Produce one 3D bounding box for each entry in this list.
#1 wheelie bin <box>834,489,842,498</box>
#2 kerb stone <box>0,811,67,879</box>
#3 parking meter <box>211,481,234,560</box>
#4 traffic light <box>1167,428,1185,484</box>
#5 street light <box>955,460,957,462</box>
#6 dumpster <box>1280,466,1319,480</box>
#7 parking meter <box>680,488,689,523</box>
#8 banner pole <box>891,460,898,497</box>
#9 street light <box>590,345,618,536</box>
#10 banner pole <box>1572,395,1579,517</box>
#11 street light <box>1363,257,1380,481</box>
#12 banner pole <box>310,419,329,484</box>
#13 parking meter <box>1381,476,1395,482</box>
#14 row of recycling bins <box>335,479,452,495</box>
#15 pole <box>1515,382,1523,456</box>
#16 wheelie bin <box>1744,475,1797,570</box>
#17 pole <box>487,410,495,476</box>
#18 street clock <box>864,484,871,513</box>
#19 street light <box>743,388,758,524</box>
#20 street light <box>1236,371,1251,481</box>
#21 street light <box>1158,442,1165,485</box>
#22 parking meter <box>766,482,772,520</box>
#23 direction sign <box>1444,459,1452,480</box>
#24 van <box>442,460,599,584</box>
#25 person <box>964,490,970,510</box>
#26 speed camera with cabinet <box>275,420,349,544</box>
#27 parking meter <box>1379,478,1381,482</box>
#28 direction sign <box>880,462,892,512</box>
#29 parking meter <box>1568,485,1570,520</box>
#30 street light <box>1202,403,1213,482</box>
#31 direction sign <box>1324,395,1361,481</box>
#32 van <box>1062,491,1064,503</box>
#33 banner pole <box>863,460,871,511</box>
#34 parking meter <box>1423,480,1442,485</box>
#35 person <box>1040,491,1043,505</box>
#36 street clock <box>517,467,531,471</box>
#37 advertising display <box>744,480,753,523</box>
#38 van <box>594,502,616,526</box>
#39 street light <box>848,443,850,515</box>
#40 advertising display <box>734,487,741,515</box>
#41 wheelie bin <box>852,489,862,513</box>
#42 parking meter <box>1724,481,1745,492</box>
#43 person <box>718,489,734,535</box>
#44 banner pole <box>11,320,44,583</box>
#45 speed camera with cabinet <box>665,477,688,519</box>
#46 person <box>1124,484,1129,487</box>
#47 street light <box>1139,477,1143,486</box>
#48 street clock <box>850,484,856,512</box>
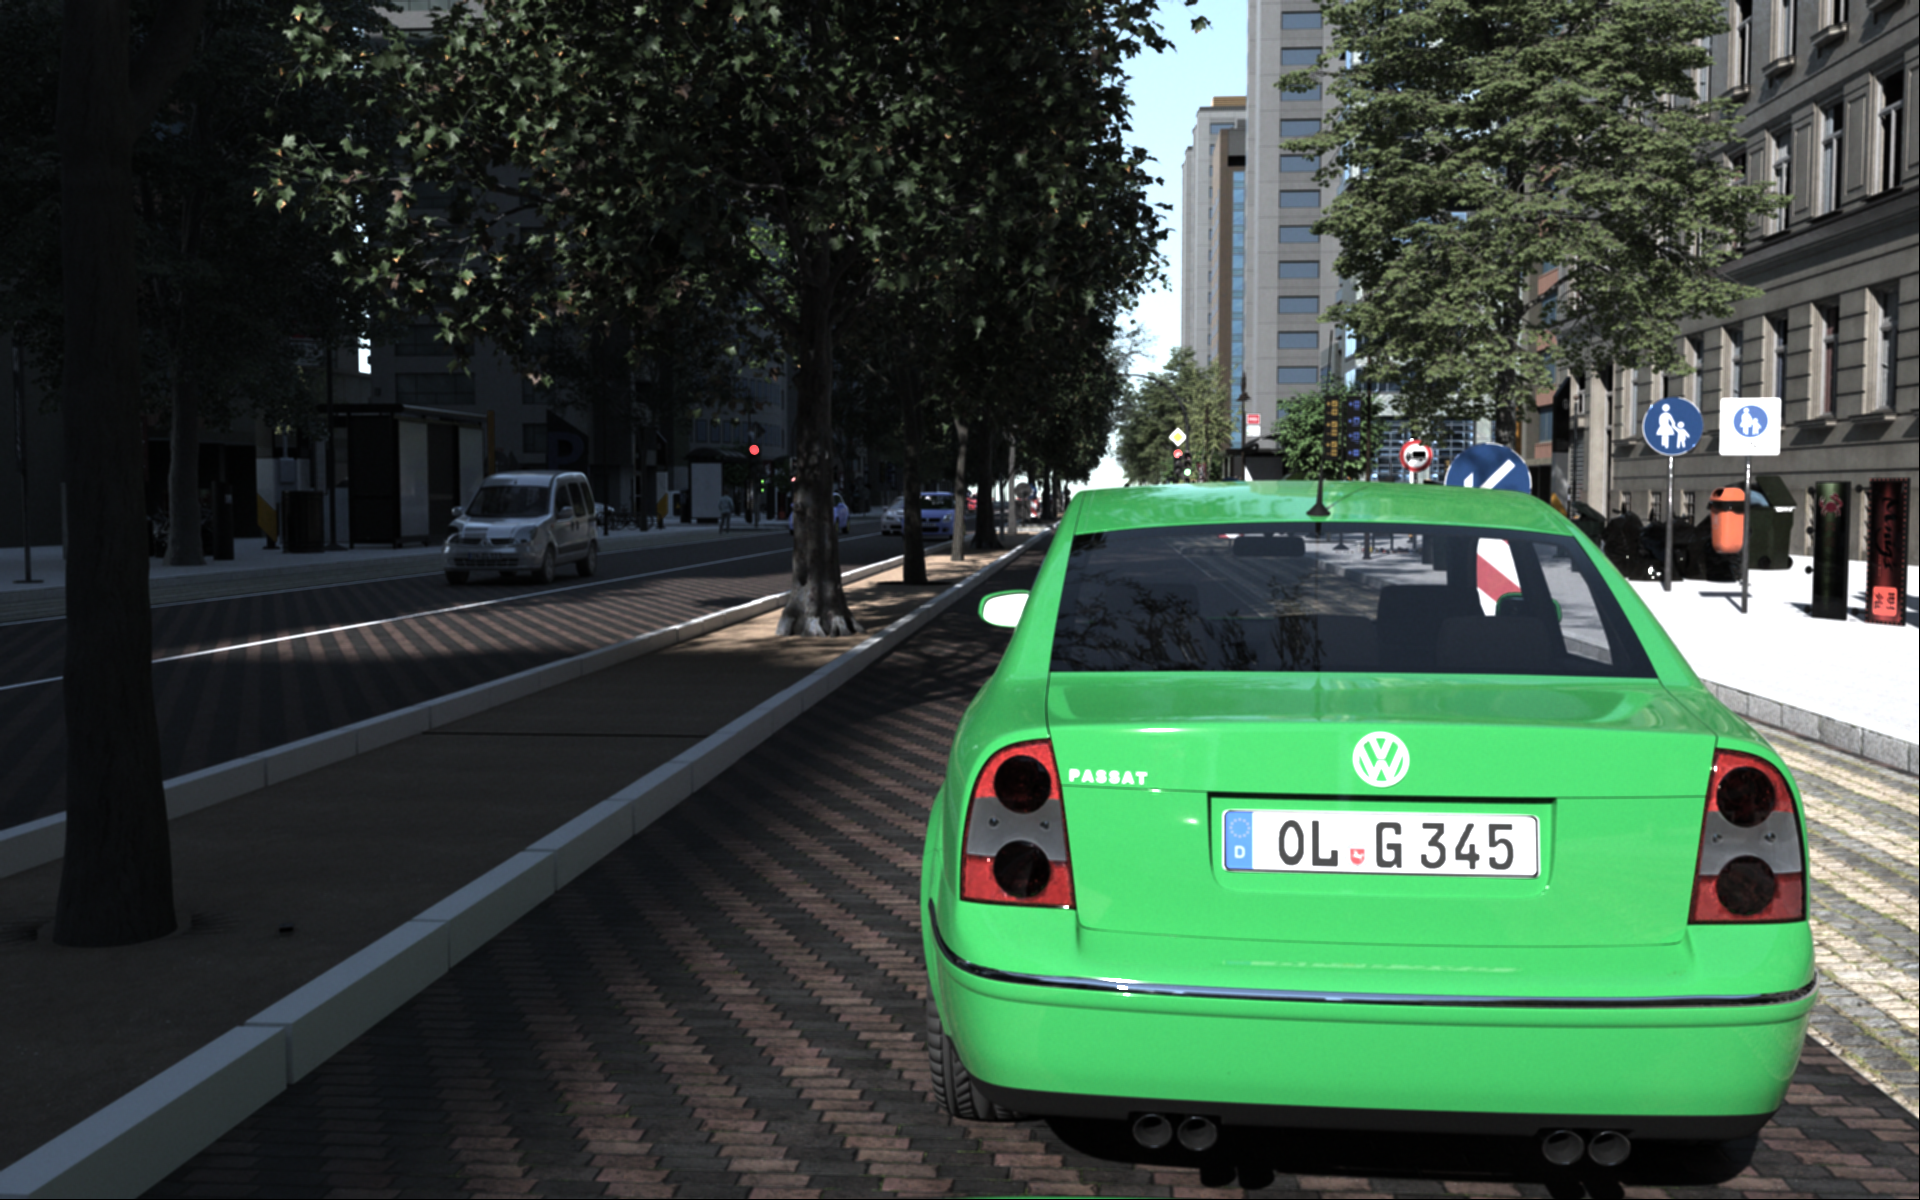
[{"bbox_3d":[-8.265,-6.626,116.238,0.693,1.594,0.980,0,4,6],"label":"wheelie bin"},{"bbox_3d":[-3.568,0.935,6.903,0.120,0.150,1.000,0,4,5],"label":"kerb stone"},{"bbox_3d":[-14.361,-1.549,33.738,0.372,1.533,0.369,0,3,0],"label":"parking meter"},{"bbox_3d":[9.209,-5.170,73.454,0.839,4.253,0.868,0,4,5],"label":"traffic light"},{"bbox_3d":[-0.335,-12.889,183.519,0.468,5.910,1.993,0,4,5],"label":"street light"},{"bbox_3d":[10.499,-3.105,53.265,1.502,2.255,1.985,0,4,4],"label":"dumpster"},{"bbox_3d":[-12.214,-4.180,76.751,0.372,1.533,0.369,0,3,0],"label":"parking meter"},{"bbox_3d":[-4.775,-8.398,127.317,0.863,3.779,0.401,3,4,36],"label":"banner pole"},{"bbox_3d":[-10.974,-4.937,53.501,0.468,5.910,1.993,0,4,5],"label":"street light"},{"bbox_3d":[15.486,-3.279,43.623,0.401,3.779,0.863,1,4,19],"label":"banner pole"},{"bbox_3d":[7.988,-3.733,33.828,0.468,5.910,1.993,0,4,5],"label":"street light"},{"bbox_3d":[-18.541,-3.702,50.538,0.863,3.779,0.401,-3,4,-38],"label":"banner pole"},{"bbox_3d":[13.761,-3.048,55.539,0.255,1.863,0.399,2,4,26],"label":"parking meter"},{"bbox_3d":[-15.671,-2.534,48.537,3.534,1.692,1.069,-2,4,-32],"label":"row of recycling bins"},{"bbox_3d":[10.149,-2.314,31.679,0.158,3.312,0.155,0,3,0],"label":"pole"},{"bbox_3d":[13.719,-1.320,29.488,0.980,1.594,0.693,-2,4,-30],"label":"wheelie bin"},{"bbox_3d":[-11.455,-2.967,42.347,0.158,3.312,0.155,0,3,0],"label":"pole"},{"bbox_3d":[-6.390,-7.061,120.017,0.471,2.002,0.358,0,4,-4],"label":"street clock"},{"bbox_3d":[-9.139,-6.267,75.248,0.468,5.910,1.993,0,4,5],"label":"street light"},{"bbox_3d":[10.612,-5.638,64.961,0.468,5.910,1.993,0,4,5],"label":"street light"},{"bbox_3d":[17.435,-10.706,147.827,0.468,5.910,1.993,0,4,5],"label":"street light"},{"bbox_3d":[-9.494,-4.927,86.263,0.255,1.863,0.399,-1,4,-13],"label":"parking meter"},{"bbox_3d":[31.455,-7.276,110.967,0.876,3.537,0.379,0,4,6],"label":"direction sign"},{"bbox_3d":[-7.287,-1.339,28.912,2.013,2.044,4.112,0,4,3],"label":"van"},{"bbox_3d":[0.633,-9.184,158.522,0.599,1.838,0.709,1,4,20],"label":"person"},{"bbox_3d":[-16.864,-3.094,44.920,2.038,3.252,0.660,-3,5,-42],"label":"speed camera with cabinet"},{"bbox_3d":[15.696,-3.568,64.046,0.399,1.863,0.255,0,4,7],"label":"parking meter"},{"bbox_3d":[-5.244,-7.977,122.413,0.876,3.537,0.379,0,4,3],"label":"direction sign"},{"bbox_3d":[16.926,-2.460,48.632,0.372,1.533,0.369,0,3,0],"label":"parking meter"},{"bbox_3d":[12.313,-6.953,86.465,0.468,5.910,1.993,0,4,5],"label":"street light"},{"bbox_3d":[8.790,-2.927,39.851,0.876,3.537,0.379,-1,4,-11],"label":"direction sign"},{"bbox_3d":[12.659,-13.194,222.724,2.013,2.044,4.112,0,4,3],"label":"van"},{"bbox_3d":[-6.819,-8.454,128.247,0.863,3.779,0.401,3,4,37],"label":"banner pole"},{"bbox_3d":[8.644,-1.421,31.641,0.372,1.533,0.369,0,3,0],"label":"parking meter"},{"bbox_3d":[11.391,-14.005,237.420,1.348,1.831,0.705,3,5,44],"label":"person"},{"bbox_3d":[-11.711,-2.571,46.608,0.471,2.002,0.358,-1,4,-17],"label":"street clock"},{"bbox_3d":[-9.526,-4.466,78.235,0.123,1.923,0.974,1,4,9],"label":"advertising display"},{"bbox_3d":[-16.153,-3.905,70.854,4.112,2.044,2.013,0,4,5],"label":"van"},{"bbox_3d":[-6.779,-8.118,105.511,0.468,5.910,1.993,0,4,5],"label":"street light"},{"bbox_3d":[-13.554,-6.131,105.454,0.123,1.923,0.974,1,4,12],"label":"advertising display"},{"bbox_3d":[-6.898,-6.625,116.227,0.693,1.594,0.980,-1,4,-14],"label":"wheelie bin"},{"bbox_3d":[14.867,-1.521,33.278,0.372,1.533,0.369,0,3,0],"label":"parking meter"},{"bbox_3d":[-8.129,-3.052,60.216,0.589,1.601,0.330,1,4,19],"label":"person"},{"bbox_3d":[-13.414,-2.124,24.742,0.401,3.779,0.863,-1,4,-18],"label":"banner pole"},{"bbox_3d":[-14.620,-5.942,91.488,0.660,3.252,2.038,3,5,44],"label":"speed camera with cabinet"},{"bbox_3d":[5.976,-3.259,61.967,0.419,1.800,0.721,1,4,12],"label":"person"},{"bbox_3d":[25.381,-16.633,244.736,0.468,5.910,1.993,0,4,5],"label":"street light"},{"bbox_3d":[-7.811,-7.438,126.188,0.358,2.002,0.471,-3,4,-36],"label":"street clock"}]
